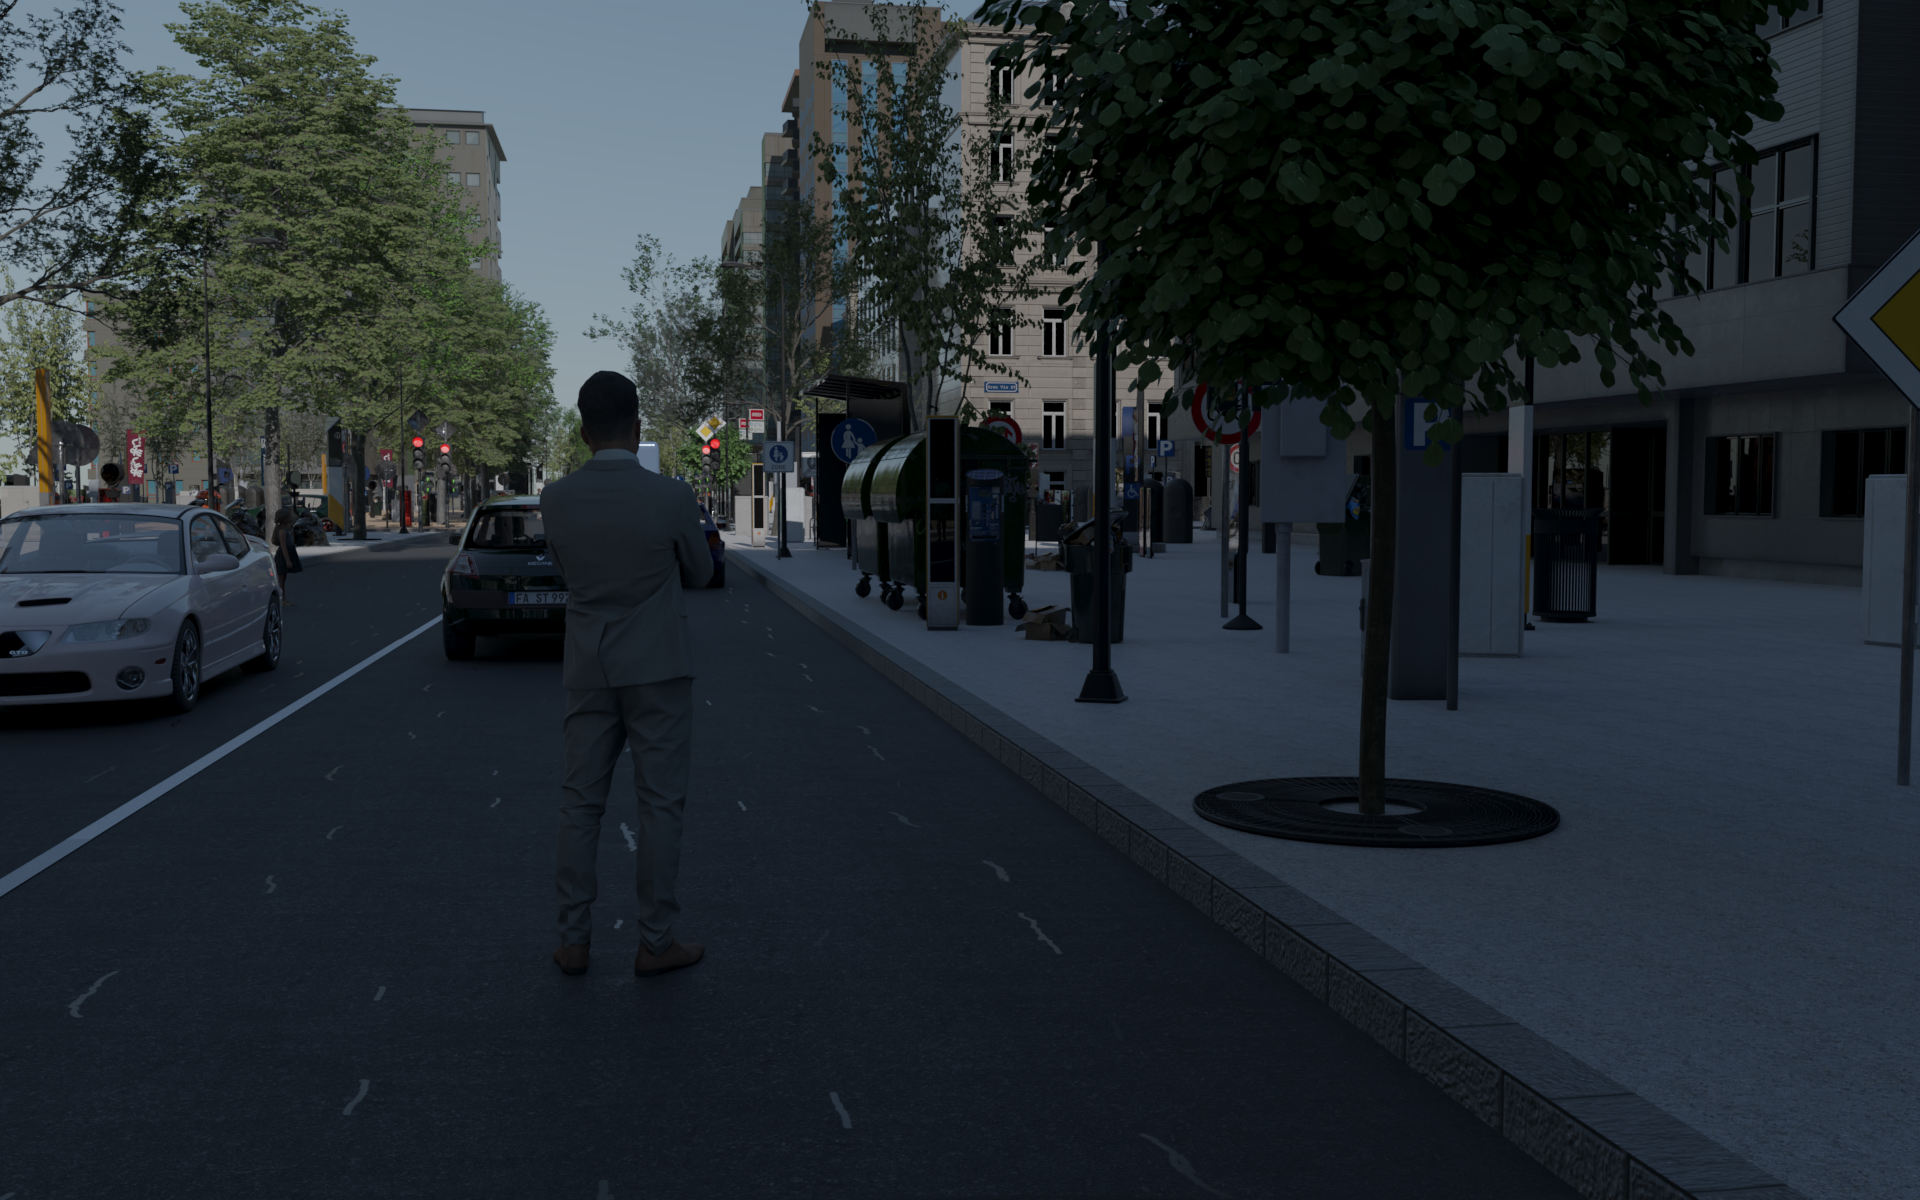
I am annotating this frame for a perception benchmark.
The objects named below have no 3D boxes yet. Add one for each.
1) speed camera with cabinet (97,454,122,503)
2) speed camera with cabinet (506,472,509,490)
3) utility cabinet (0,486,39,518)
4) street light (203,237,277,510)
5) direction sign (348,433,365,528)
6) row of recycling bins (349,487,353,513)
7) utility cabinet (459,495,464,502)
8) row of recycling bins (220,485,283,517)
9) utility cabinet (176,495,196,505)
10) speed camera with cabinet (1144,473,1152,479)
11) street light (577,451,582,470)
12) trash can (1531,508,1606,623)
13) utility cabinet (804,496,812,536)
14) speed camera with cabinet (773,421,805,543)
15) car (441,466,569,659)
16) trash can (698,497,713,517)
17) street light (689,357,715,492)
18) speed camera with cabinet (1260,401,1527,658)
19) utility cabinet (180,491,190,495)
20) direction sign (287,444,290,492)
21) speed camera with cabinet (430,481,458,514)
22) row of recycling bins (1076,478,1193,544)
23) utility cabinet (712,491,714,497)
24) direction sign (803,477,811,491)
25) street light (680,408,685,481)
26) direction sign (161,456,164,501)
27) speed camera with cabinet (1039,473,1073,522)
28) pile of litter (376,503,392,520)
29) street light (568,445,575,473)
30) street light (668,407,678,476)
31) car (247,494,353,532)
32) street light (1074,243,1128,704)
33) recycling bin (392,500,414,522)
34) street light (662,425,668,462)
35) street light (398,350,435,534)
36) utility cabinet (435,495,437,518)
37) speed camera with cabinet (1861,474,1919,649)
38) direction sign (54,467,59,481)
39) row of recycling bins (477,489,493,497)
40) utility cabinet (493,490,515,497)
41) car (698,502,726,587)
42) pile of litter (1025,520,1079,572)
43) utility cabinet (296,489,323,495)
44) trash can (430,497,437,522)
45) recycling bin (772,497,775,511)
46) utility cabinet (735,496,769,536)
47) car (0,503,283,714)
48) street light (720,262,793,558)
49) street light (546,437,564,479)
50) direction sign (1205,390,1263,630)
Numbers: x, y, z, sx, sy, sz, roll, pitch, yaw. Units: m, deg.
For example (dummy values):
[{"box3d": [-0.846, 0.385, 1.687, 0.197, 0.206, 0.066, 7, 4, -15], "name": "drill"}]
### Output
[{"box3d": [-40.727, -5.470, 83.762, 0.660, 3.252, 2.038, 0, 4, 1], "name": "speed camera with cabinet"}, {"box3d": [-31.528, -7.732, 120.759, 0.660, 3.252, 2.038, 0, 4, -5], "name": "speed camera with cabinet"}, {"box3d": [-25.107, -2.317, 46.569, 1.173, 1.500, 0.318, 0, 4, -4], "name": "utility cabinet"}, {"box3d": [-13.042, -3.599, 31.389, 1.470, 5.913, 1.316, -1, 4, -10], "name": "street light"}, {"box3d": [-22.644, -4.444, 64.651, 0.876, 3.537, 0.379, 0, 4, 0], "name": "direction sign"}, {"box3d": [-36.606, -5.879, 103.230, 1.069, 1.692, 3.534, -1, 4, -16], "name": "row of recycling bins"}, {"box3d": [-38.545, -7.519, 134.091, 0.306, 1.237, 1.020, -1, 4, -21], "name": "utility cabinet"}, {"box3d": [-33.902, -4.610, 82.487, 3.534, 1.692, 1.069, 1, 4, 11], "name": "row of recycling bins"}, {"box3d": [-36.344, -4.304, 81.539, 0.306, 1.237, 1.020, 2, 4, 34], "name": "utility cabinet"}, {"box3d": [7.881, -4.980, 75.759, 0.660, 3.252, 2.038, 1, 4, 20], "name": "speed camera with cabinet"}, {"box3d": [-41.895, -13.225, 188.772, 1.470, 5.913, 1.316, -1, 4, -10], "name": "street light"}, {"box3d": [6.079, -0.351, 17.395, 0.748, 1.137, 0.748, 0, 3, 0], "name": "trash can"}, {"box3d": [-4.948, -2.575, 53.266, 0.306, 1.237, 1.020, -3, 5, -41], "name": "utility cabinet"}, {"box3d": [-4.595, -3.196, 46.591, 0.660, 3.252, 2.038, -1, 4, -13], "name": "speed camera with cabinet"}, {"box3d": [-3.894, -0.413, 16.532, 2.009, 1.686, 4.222, -1, 4, -10], "name": "car"}, {"box3d": [-12.333, -4.424, 83.979, 0.748, 1.137, 0.748, 0, 3, 0], "name": "trash can"}, {"box3d": [-8.462, -5.275, 58.790, 1.470, 5.913, 1.316, -1, 4, -10], "name": "street light"}, {"box3d": [3.457, -1.196, 13.894, 2.038, 3.252, 0.660, 1, 4, 11], "name": "speed camera with cabinet"}, {"box3d": [-57.774, -7.402, 129.701, 1.173, 1.500, 0.318, 1, 4, 10], "name": "utility cabinet"}, {"box3d": [-30.353, -5.282, 78.357, 0.379, 3.537, 0.876, -1, 4, -15], "name": "direction sign"}, {"box3d": [-33.150, -7.109, 110.564, 2.038, 3.252, 0.660, -2, 4, -35], "name": "speed camera with cabinet"}, {"box3d": [4.761, -2.386, 46.121, 1.069, 1.692, 3.534, -3, 5, -41], "name": "row of recycling bins"}, {"box3d": [-17.460, -7.186, 126.176, 1.173, 1.500, 0.318, 0, 4, 7], "name": "utility cabinet"}, {"box3d": [-11.543, -8.543, 131.669, 0.876, 3.537, 0.379, -3, 4, -37], "name": "direction sign"}, {"box3d": [-10.151, -5.827, 67.813, 1.470, 5.913, 1.316, -1, 4, -10], "name": "street light"}, {"box3d": [-47.701, -6.828, 103.629, 0.379, 3.537, 0.876, -2, 4, -26], "name": "direction sign"}, {"box3d": [4.008, -4.971, 75.611, 0.660, 3.252, 2.038, -3, 5, -45], "name": "speed camera with cabinet"}, {"box3d": [-28.252, -4.415, 86.150, 1.719, 0.858, 1.176, 0, 4, -4], "name": "pile of litter"}, {"box3d": [-37.410, -11.738, 164.461, 1.470, 5.913, 1.316, -1, 4, -10], "name": "street light"}, {"box3d": [-14.730, -7.349, 92.695, 1.470, 5.913, 1.316, -1, 4, -10], "name": "street light"}, {"box3d": [-23.616, -3.132, 60.997, 4.222, 1.686, 2.009, -1, 4, -10], "name": "car"}, {"box3d": [0.345, -2.321, 10.483, 1.470, 5.913, 1.316, -1, 4, -10], "name": "street light"}, {"box3d": [-25.510, -4.082, 79.291, 0.722, 1.027, 0.722, 2, 4, 32], "name": "recycling bin"}, {"box3d": [-19.122, -8.813, 116.625, 1.470, 5.913, 1.316, -1, 4, -10], "name": "street light"}, {"box3d": [-17.427, -5.096, 55.856, 1.470, 5.913, 1.316, -1, 4, -10], "name": "street light"}, {"box3d": [-28.161, -5.044, 93.628, 0.306, 1.237, 1.020, -1, 4, -20], "name": "utility cabinet"}, {"box3d": [8.735, -1.251, 14.789, 2.038, 3.252, 0.660, -1, 4, -20], "name": "speed camera with cabinet"}, {"box3d": [-55.746, -7.001, 106.459, 0.876, 3.537, 0.379, 1, 4, 11], "name": "direction sign"}, {"box3d": [-35.963, -7.753, 133.867, 3.534, 1.692, 1.069, -1, 4, -9], "name": "row of recycling bins"}, {"box3d": [-25.711, -5.442, 97.662, 1.173, 1.500, 0.318, 0, 4, -1], "name": "utility cabinet"}, {"box3d": [-4.701, -0.929, 27.768, 1.945, 1.354, 3.894, -1, 4, -11], "name": "car"}, {"box3d": [1.616, -0.945, 29.417, 1.176, 0.858, 1.719, 1, 4, 16], "name": "pile of litter"}, {"box3d": [-28.842, -4.160, 76.700, 1.173, 1.500, 0.318, -2, 4, -33], "name": "utility cabinet"}, {"box3d": [-23.953, -4.142, 79.378, 0.748, 1.137, 0.748, 0, 3, 0], "name": "trash can"}, {"box3d": [-13.971, -7.093, 128.519, 0.722, 1.027, 0.722, 0, 4, -4], "name": "recycling bin"}, {"box3d": [-6.448, -2.602, 53.705, 1.020, 1.237, 0.306, 0, 4, 0], "name": "utility cabinet"}, {"box3d": [-6.231, -0.016, 12.619, 2.083, 1.381, 4.827, -1, 4, -11], "name": "car"}, {"box3d": [-4.099, -3.811, 34.855, 1.470, 5.913, 1.316, -1, 4, -10], "name": "street light"}, {"box3d": [-32.897, -10.251, 140.152, 1.470, 5.913, 1.316, -1, 4, -10], "name": "street light"}, {"box3d": [2.688, -1.491, 16.370, 0.876, 3.537, 0.379, -2, 4, -29], "name": "direction sign"}]
